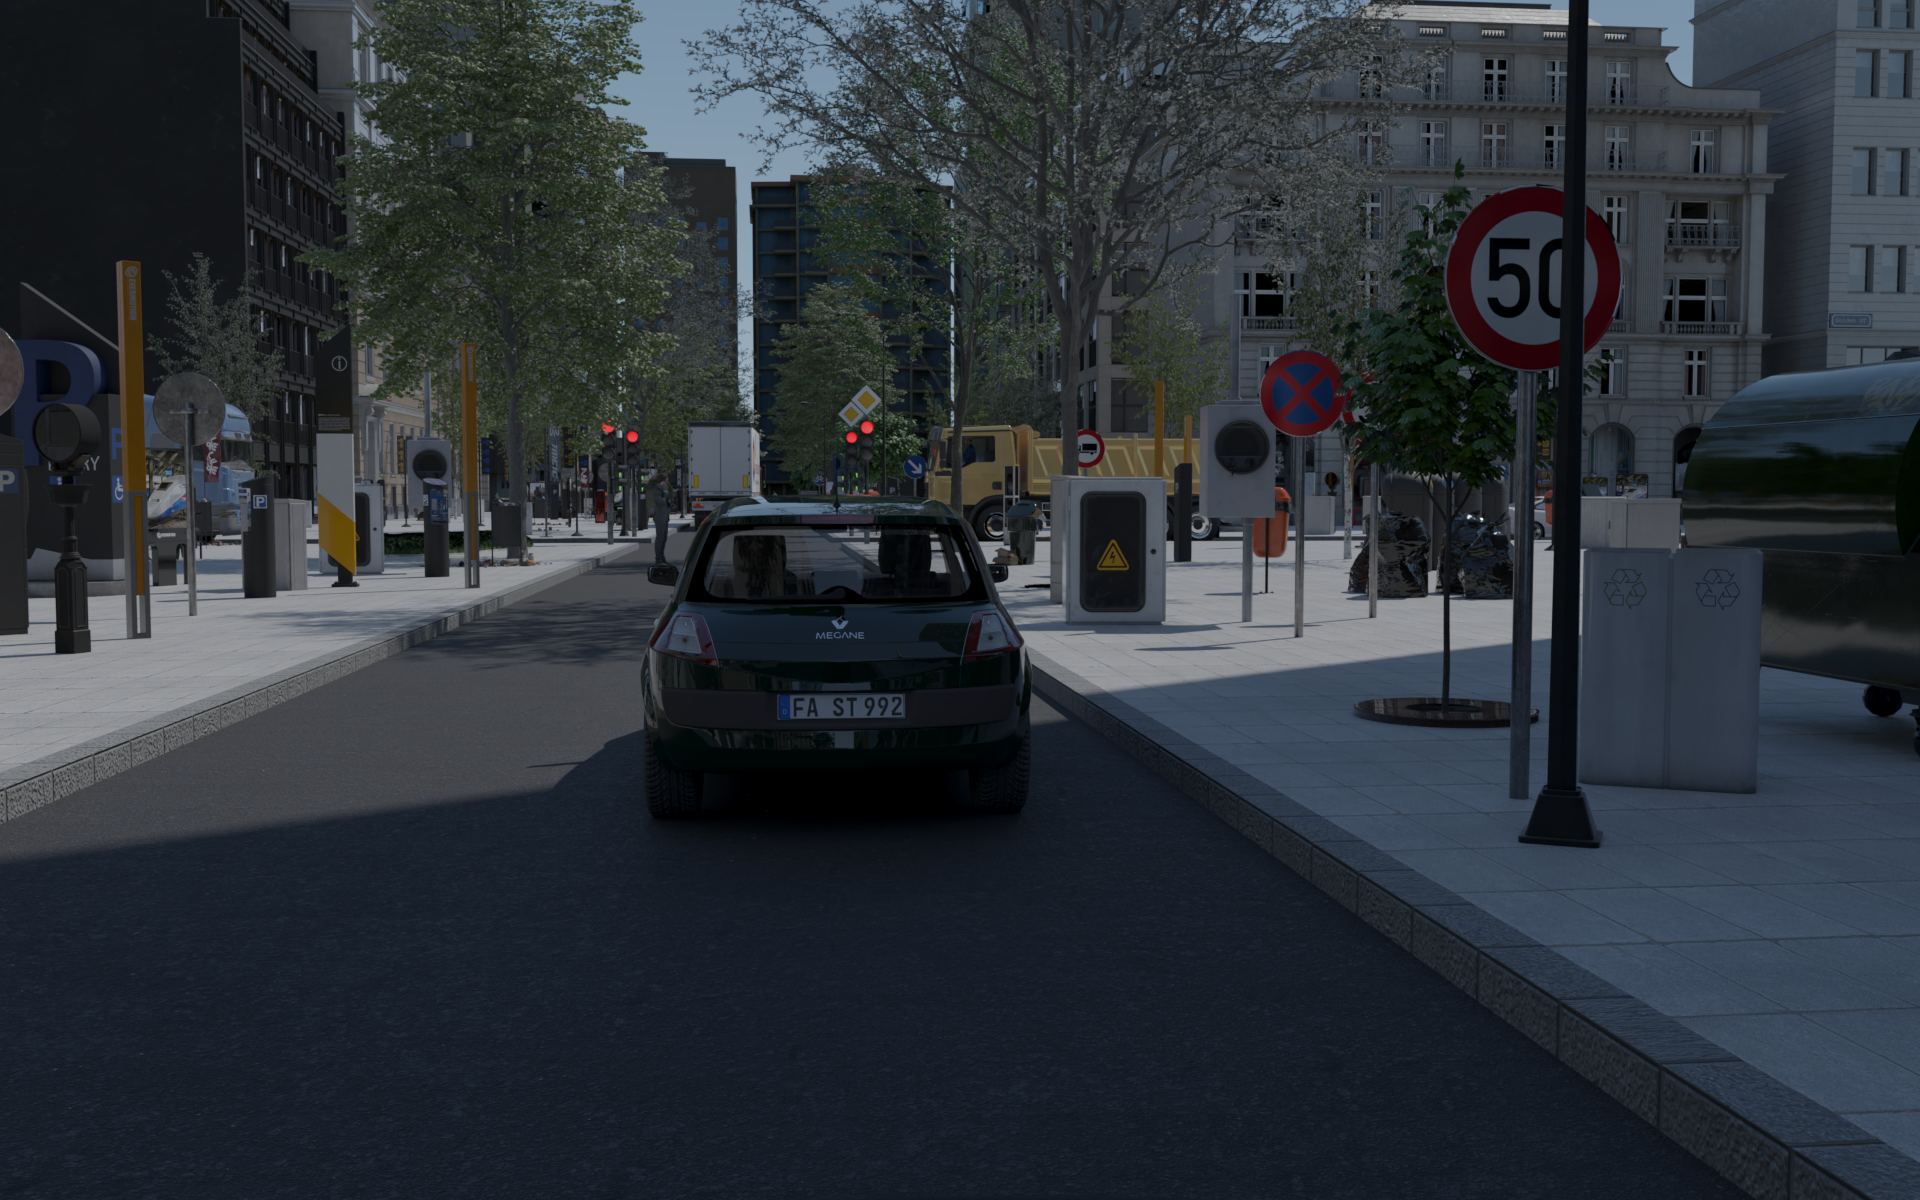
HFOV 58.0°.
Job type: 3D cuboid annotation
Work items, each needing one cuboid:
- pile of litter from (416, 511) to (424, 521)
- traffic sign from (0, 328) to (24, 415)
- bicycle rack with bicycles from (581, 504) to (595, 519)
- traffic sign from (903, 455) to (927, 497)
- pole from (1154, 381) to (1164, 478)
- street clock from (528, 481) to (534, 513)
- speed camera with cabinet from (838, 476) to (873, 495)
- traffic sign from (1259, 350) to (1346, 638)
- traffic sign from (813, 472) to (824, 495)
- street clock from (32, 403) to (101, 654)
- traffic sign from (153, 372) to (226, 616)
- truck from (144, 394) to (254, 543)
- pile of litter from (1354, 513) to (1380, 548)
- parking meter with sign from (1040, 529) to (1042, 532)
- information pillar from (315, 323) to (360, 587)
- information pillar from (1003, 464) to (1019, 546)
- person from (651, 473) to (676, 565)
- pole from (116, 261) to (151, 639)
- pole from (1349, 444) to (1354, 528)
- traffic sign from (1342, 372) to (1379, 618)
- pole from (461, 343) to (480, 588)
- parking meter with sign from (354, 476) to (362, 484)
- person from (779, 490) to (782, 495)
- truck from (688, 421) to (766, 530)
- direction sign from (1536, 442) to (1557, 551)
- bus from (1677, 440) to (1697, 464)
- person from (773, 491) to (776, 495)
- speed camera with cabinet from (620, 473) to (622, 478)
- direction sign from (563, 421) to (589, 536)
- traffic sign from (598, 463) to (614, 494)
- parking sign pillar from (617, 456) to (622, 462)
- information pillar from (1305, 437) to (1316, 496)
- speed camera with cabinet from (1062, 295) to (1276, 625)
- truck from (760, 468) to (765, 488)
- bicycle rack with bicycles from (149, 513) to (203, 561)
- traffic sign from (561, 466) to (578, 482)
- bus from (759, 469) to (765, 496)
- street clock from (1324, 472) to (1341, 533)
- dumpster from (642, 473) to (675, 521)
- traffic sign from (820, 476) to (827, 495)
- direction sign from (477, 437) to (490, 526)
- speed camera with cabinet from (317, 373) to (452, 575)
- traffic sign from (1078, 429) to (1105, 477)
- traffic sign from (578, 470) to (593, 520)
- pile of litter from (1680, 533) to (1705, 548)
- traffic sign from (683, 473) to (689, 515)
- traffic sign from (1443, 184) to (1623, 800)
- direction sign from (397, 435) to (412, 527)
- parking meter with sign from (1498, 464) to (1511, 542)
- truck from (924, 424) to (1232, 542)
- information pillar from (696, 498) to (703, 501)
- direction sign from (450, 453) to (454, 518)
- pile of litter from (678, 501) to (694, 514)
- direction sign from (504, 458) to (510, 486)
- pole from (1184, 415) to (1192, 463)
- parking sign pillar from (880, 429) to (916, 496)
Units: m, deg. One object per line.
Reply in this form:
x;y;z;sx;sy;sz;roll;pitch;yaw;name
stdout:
-25.297;-4.225;83.048;1.719;0.858;1.176;-2;4;-31;pile of litter
-7.128;-0.756;12.468;0.768;2.556;0.104;0;4;-4;traffic sign
-17.632;-4.616;88.847;2.925;0.926;2.852;1;4;11;bicycle rack with bicycles
-1.467;-3.457;56.621;0.768;2.556;0.104;0;4;0;traffic sign
3.595;-2.291;31.302;0.158;3.312;0.155;0;3;0;pole
-24.267;-5.725;98.180;0.358;2.002;0.471;1;4;18;street clock
-3.998;-4.399;66.259;0.660;3.252;2.038;1;4;22;speed camera with cabinet
3.036;-0.938;15.439;0.768;2.556;0.104;0;4;0;traffic sign
-7.991;-6.019;98.513;0.768;2.556;0.104;0;4;-5;traffic sign
-7.164;-0.573;13.931;0.471;2.002;0.358;1;4;15;street clock
-8.084;-1.105;18.177;0.768;2.556;0.104;0;4;0;traffic sign
-27.609;-3.379;45.007;18.799;4.110;2.967;0;4;-6;truck
10.021;-1.662;41.137;1.176;0.858;1.719;0;4;-4;pile of litter
1.937;-3.841;59.060;1.738;3.016;0.543;0;4;-5;parking meter with sign
-8.574;-1.985;23.817;0.504;3.616;0.183;0;4;-8;information pillar
1.278;-2.365;43.152;0.304;2.012;0.304;2;4;26;information pillar
-5.881;-1.603;34.516;0.447;1.846;0.655;0;4;5;person
-7.300;-1.312;15.301;0.158;3.312;0.155;0;3;0;pole
14.715;-4.365;65.203;0.158;3.312;0.155;0;3;0;pole
4.282;-1.088;17.890;0.768;2.556;0.104;0;4;-6;traffic sign
-6.655;-1.816;23.536;0.158;3.312;0.155;0;3;0;pole
-25.263;-4.644;72.188;1.738;3.016;0.543;-1;4;-16;parking meter with sign
-16.810;-9.449;163.008;0.705;1.821;1.348;0;4;-7;person
-9.693;-5.109;72.447;2.839;4.237;11.283;0;4;-5;truck
13.433;-2.883;39.141;0.876;3.537;0.379;3;5;40;direction sign
28.148;-3.718;52.331;12.252;3.916;2.896;0;4;-8;bus
-19.746;-10.668;183.714;1.217;1.735;0.721;3;4;37;person
-14.253;-4.897;74.395;0.660;3.252;2.038;1;4;20;speed camera with cabinet
-11.630;-3.701;52.501;0.379;3.537;0.876;3;5;43;direction sign
-14.364;-4.318;70.704;0.768;2.556;0.104;0;4;-5;traffic sign
-21.396;-7.239;106.833;1.447;3.967;1.447;0;4;-8;parking sign pillar
13.484;-4.619;66.876;0.183;3.616;0.504;-3;5;-43;information pillar
2.053;-1.394;17.120;2.038;3.252;0.660;0;4;0;speed camera with cabinet
-20.923;-11.167;172.343;2.967;4.110;18.799;0;4;-6;truck
-15.782;-1.233;33.537;2.852;0.926;2.925;0;4;3;bicycle rack with bicycles
-16.870;-4.568;74.788;0.768;2.556;0.104;0;4;-2;traffic sign
-18.607;-9.821;152.116;2.896;3.916;12.252;0;4;-6;bus
12.277;-3.215;57.132;0.471;2.002;0.358;3;4;38;street clock
-13.852;-4.694;79.242;1.502;2.255;1.985;0;4;-6;dumpster
-9.019;-6.979;114.213;0.768;2.556;0.104;0;4;1;traffic sign
-19.147;-4.714;69.065;0.876;3.537;0.379;-3;5;-41;direction sign
-9.283;-2.056;27.949;2.038;3.252;0.660;-1;4;-19;speed camera with cabinet
2.465;-2.073;34.005;0.768;2.556;0.104;0;4;-4;traffic sign
-18.796;-5.312;86.957;0.768;2.556;0.104;0;4;0;traffic sign
10.138;-0.638;24.397;1.719;0.858;1.176;-1;4;-13;pile of litter
-16.655;-6.389;104.558;0.768;2.556;0.104;0;4;-6;traffic sign
2.359;-0.436;7.231;0.768;2.556;0.104;0;4;-6;traffic sign
-21.567;-4.609;67.353;0.379;3.537;0.876;1;4;21;direction sign
10.684;-2.346;34.611;0.543;3.016;1.738;0;4;6;parking meter with sign
3.027;-3.279;49.541;9.791;3.379;3.469;0;4;-5;truck
-16.256;-7.149;108.243;0.504;3.616;0.183;-1;4;-20;information pillar
-26.995;-6.085;91.485;0.876;3.537;0.379;3;5;41;direction sign
-17.770;-5.996;111.995;1.176;0.858;1.719;-1;4;-9;pile of litter
-28.249;-7.135;108.652;0.379;3.537;0.876;2;4;34;direction sign
5.913;-3.130;45.016;0.158;3.312;0.155;0;3;0;pole
-2.347;-5.061;71.212;1.447;3.967;1.447;2;4;24;parking sign pillar
